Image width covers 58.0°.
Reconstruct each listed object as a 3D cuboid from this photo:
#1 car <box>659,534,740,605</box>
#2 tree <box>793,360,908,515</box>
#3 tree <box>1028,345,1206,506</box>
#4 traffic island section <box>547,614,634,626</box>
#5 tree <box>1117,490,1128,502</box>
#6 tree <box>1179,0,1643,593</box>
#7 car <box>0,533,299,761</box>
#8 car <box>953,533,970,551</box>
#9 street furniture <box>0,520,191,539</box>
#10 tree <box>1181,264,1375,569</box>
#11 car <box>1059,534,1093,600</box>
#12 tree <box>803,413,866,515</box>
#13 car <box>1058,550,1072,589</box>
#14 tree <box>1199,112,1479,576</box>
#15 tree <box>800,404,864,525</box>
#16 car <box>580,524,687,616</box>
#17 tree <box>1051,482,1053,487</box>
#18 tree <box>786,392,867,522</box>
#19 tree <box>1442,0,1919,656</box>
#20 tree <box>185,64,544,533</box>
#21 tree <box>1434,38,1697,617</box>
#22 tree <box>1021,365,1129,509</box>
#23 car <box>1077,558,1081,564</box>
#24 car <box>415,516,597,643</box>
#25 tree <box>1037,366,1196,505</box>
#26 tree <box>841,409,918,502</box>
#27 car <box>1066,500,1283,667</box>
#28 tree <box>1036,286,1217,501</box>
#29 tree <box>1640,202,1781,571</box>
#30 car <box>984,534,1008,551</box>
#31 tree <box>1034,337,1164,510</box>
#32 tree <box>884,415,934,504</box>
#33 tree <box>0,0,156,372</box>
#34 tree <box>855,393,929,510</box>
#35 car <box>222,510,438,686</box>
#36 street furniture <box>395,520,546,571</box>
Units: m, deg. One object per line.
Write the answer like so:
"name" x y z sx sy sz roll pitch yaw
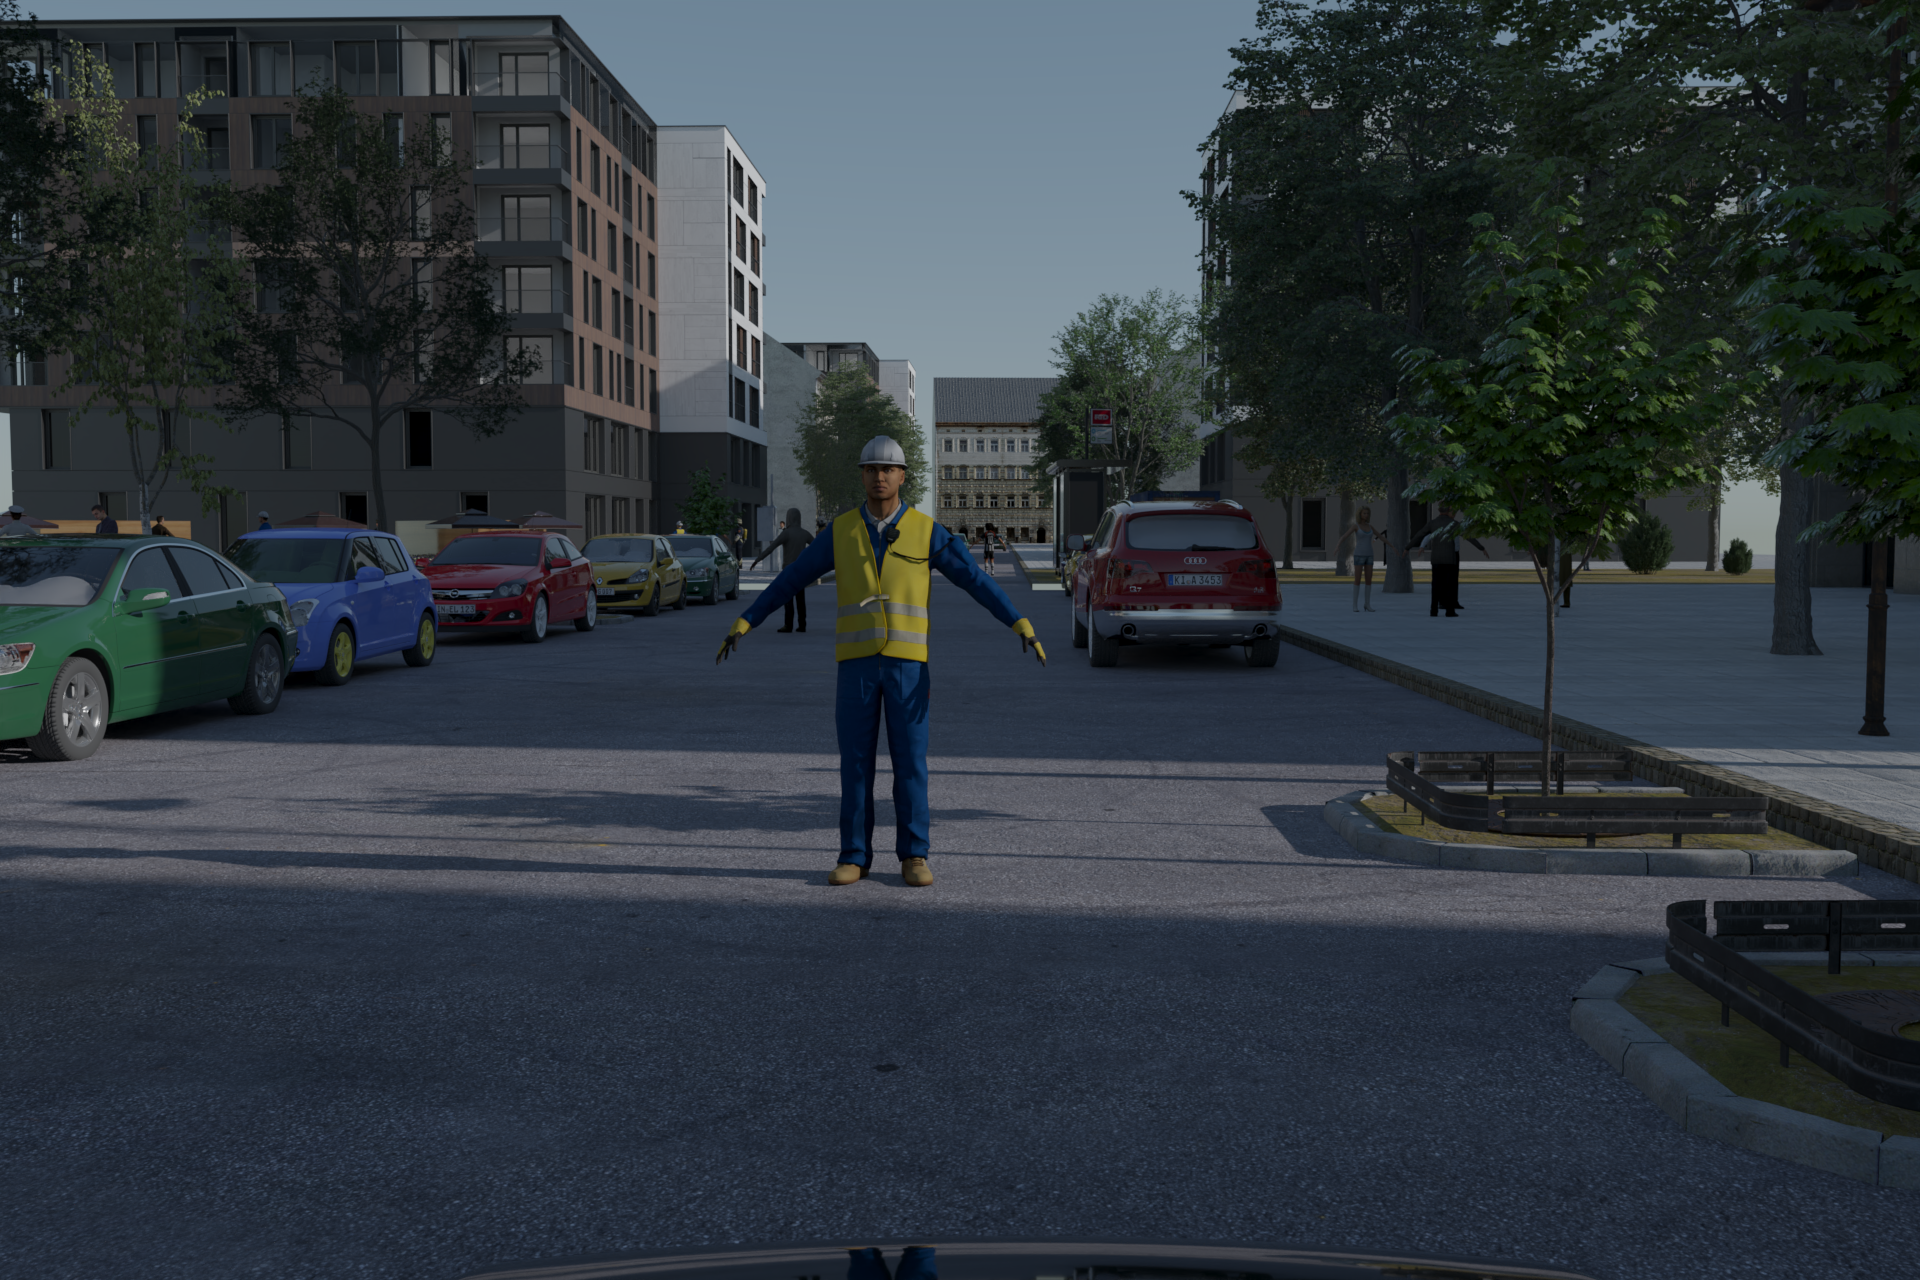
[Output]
"car" -5.780 -1.504 36.381 2.131 1.459 4.920 0 4 1
"tree" -7.350 -11.935 113.258 7.486 12.596 7.792 0 3 0
"tree" 7.482 -9.074 82.779 8.767 10.594 7.601 0 4 2
"traffic island section" -6.387 -0.321 28.121 1.991 0.108 1.994 0 4 1
"tree" 23.874 -18.428 235.704 7.601 10.594 8.767 0 4 -2
"tree" 9.668 -7.997 37.414 9.857 13.997 8.962 0 3 0
"car" -6.440 -0.040 12.458 2.131 1.459 4.920 0 4 1
"car" -0.346 -5.815 103.877 1.959 1.807 4.718 0 4 1
"street furniture" -29.853 -3.071 57.057 11.010 1.723 9.812 3 4 36
"tree" 11.902 -8.388 62.906 9.928 11.665 9.643 0 3 0
"car" 3.240 -1.735 38.583 2.015 1.641 3.980 0 4 0
"tree" -6.937 -9.461 105.056 4.360 8.622 3.978 0 3 0
"car" 3.528 -1.952 44.492 1.945 1.354 3.894 0 4 0
"tree" 11.828 -8.949 52.972 9.857 13.997 8.962 0 3 0
"tree" -7.591 -9.061 98.505 4.360 8.622 3.978 0 3 0
"car" -6.086 -1.293 31.369 2.015 1.641 3.980 0 4 1
"tree" 9.523 -11.907 145.048 4.360 8.622 3.978 0 3 0
"tree" -7.409 -8.530 89.823 4.360 8.622 3.978 0 3 0
"tree" 8.661 -6.094 17.766 7.486 12.596 7.792 0 3 0
"tree" -12.162 -6.176 35.384 7.601 10.594 8.767 -1 4 -17
"tree" 9.092 -4.644 26.296 4.360 8.622 3.978 0 3 0
"tree" 7.960 -12.120 116.292 7.486 12.596 7.792 0 3 0
"car" 3.006 -1.167 29.296 2.015 1.641 3.980 0 4 1
"car" -6.350 -0.922 24.107 2.155 1.783 4.494 0 4 2
"tree" 8.293 -9.638 91.996 8.767 10.594 7.601 0 4 3
"tree" -6.504 -11.624 124.458 7.601 10.594 8.767 -1 4 -8
"car" 2.414 -0.704 20.184 2.281 1.827 5.304 0 4 0
"tree" 7.102 -9.040 73.566 9.928 11.665 9.643 0 3 0
"tree" 26.498 -8.667 59.830 7.486 12.596 7.792 0 3 0
"car" 2.973 -8.207 143.973 2.009 1.686 4.222 0 4 0
"tree" 7.961 -11.139 100.242 7.486 12.596 7.792 0 3 0
"tree" -6.143 -13.720 150.082 9.928 11.665 9.643 0 3 0
"tree" -12.510 -5.133 18.329 7.601 10.594 8.767 -2 4 -33
"tree" -5.953 -13.560 139.840 7.486 12.596 7.792 0 3 0
"car" -6.623 -0.483 17.481 1.945 1.707 3.694 0 4 2
"street furniture" -17.352 -3.165 58.603 9.812 1.723 11.010 3 5 42
